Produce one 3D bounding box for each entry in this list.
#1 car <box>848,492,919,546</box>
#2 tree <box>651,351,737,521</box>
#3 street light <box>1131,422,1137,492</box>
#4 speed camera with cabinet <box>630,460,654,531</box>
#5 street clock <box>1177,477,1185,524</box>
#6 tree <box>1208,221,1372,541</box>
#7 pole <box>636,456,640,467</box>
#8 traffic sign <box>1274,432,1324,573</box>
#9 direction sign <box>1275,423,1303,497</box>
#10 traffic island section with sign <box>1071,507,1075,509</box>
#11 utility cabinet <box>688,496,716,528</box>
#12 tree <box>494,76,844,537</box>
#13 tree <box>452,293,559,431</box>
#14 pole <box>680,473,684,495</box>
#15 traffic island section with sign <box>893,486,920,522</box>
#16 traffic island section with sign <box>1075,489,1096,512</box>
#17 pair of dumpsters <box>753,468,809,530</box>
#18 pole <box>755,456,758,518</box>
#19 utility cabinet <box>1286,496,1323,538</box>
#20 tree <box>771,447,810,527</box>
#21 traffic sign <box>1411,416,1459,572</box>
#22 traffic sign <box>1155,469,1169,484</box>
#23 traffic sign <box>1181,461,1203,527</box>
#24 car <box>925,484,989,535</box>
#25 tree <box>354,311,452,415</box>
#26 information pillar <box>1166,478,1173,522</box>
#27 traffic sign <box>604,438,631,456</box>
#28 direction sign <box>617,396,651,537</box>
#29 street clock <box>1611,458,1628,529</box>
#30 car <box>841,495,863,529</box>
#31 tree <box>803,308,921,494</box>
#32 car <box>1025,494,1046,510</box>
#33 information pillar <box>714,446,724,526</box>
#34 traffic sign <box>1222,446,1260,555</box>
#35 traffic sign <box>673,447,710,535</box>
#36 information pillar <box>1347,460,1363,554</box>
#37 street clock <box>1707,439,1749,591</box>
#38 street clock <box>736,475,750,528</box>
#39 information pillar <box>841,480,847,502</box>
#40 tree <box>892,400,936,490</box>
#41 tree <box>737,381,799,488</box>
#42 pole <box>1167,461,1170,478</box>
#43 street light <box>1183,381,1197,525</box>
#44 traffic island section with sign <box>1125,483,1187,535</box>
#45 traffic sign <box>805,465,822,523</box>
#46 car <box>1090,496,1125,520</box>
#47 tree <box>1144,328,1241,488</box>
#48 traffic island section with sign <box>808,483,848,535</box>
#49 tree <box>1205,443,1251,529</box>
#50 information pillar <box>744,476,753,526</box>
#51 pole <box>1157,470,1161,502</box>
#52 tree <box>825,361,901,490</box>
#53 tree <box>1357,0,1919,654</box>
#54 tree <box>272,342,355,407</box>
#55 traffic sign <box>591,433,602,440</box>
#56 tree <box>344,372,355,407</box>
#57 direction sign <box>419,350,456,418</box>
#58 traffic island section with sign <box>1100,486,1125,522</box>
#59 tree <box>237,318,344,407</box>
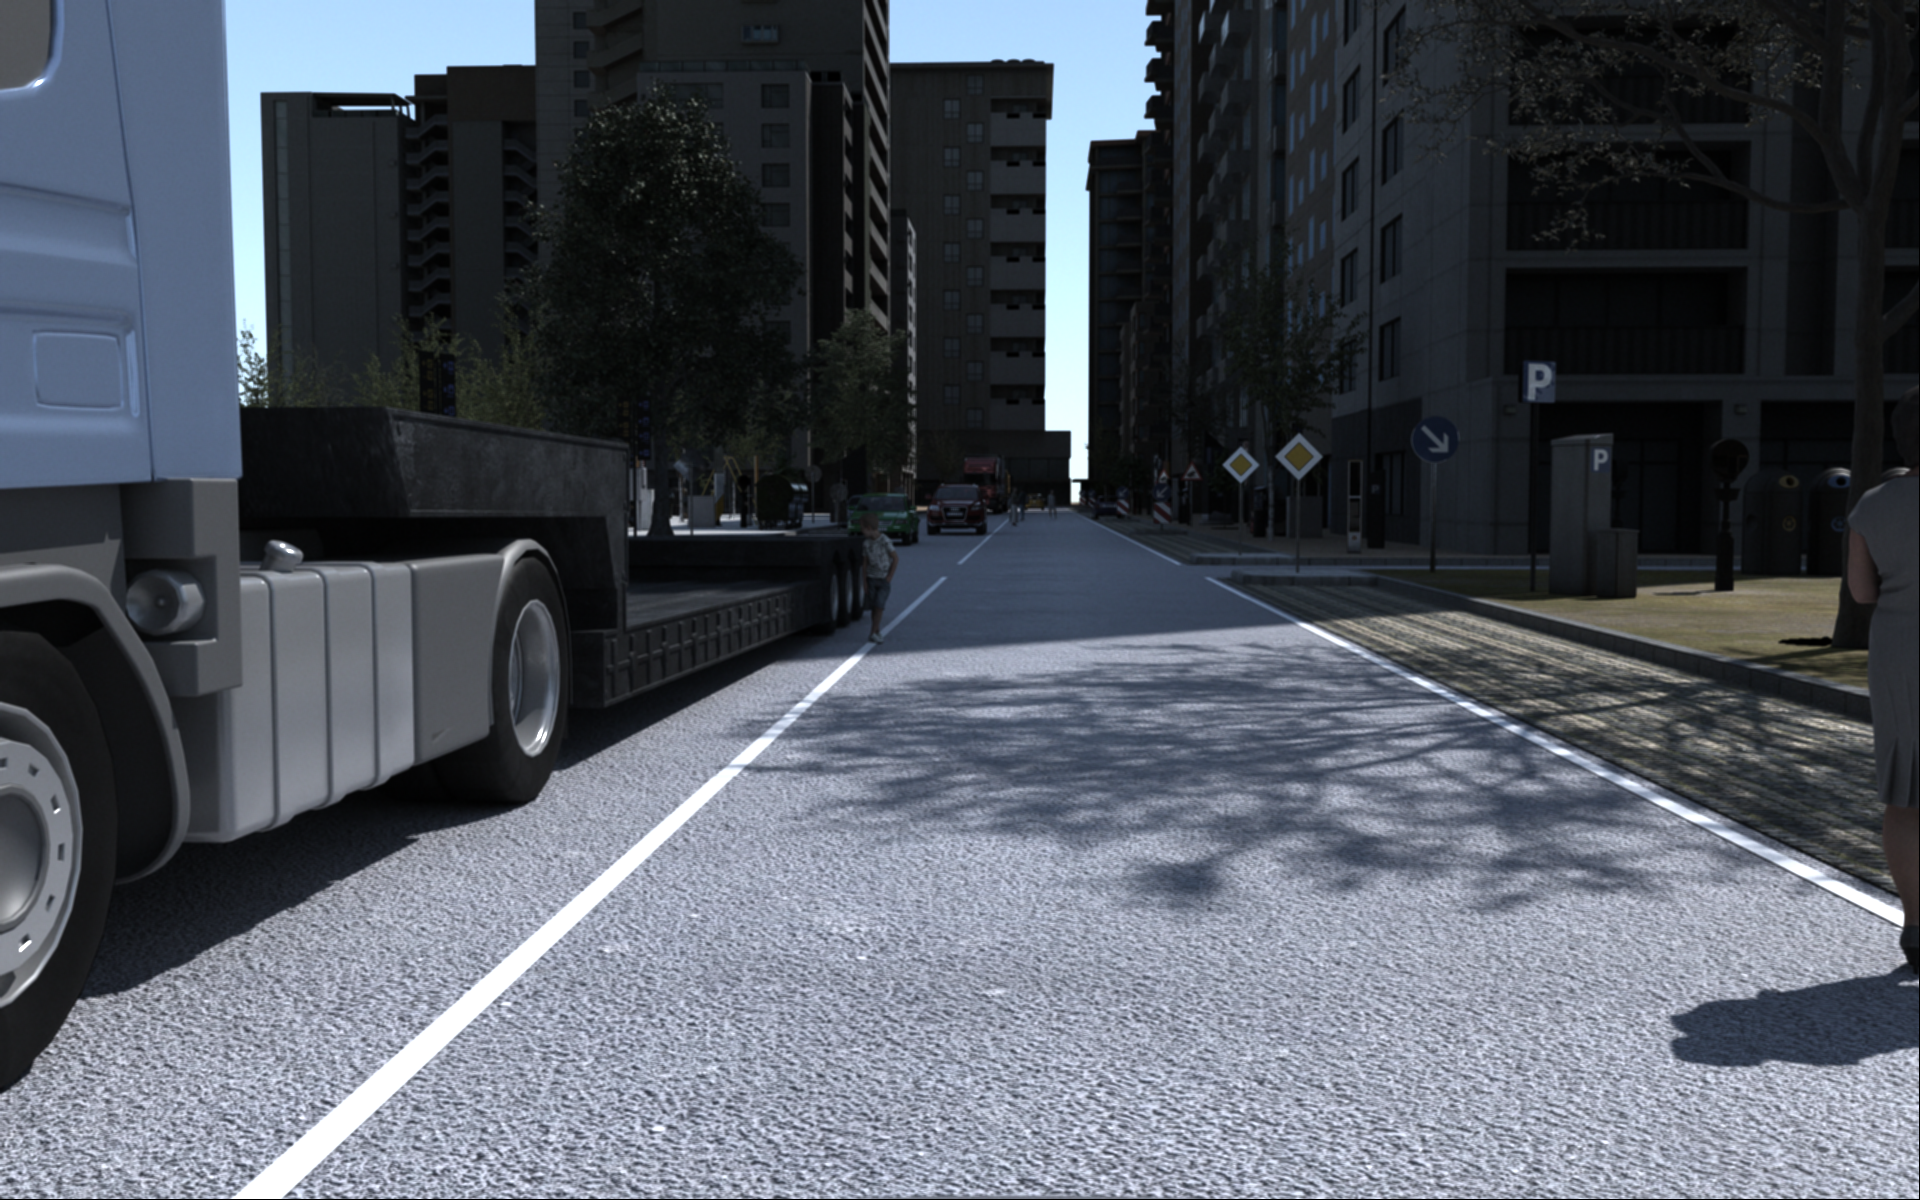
[{"bbox_3d":[-2.169,-2.494,49.575,1.959,1.807,4.718,0,4,2],"label":"car"},{"bbox_3d":[-13.491,-8.144,83.519,4.737,8.622,4.395,0,3,0],"label":"tree"},{"bbox_3d":[11.138,-8.430,110.615,0.468,5.910,1.993,0,4,3],"label":"street light"},{"bbox_3d":[-11.163,-4.075,60.957,0.660,3.252,2.038,1,4,9],"label":"speed camera with cabinet"},{"bbox_3d":[9.549,-4.298,74.834,0.358,2.002,0.471,0,4,3],"label":"street clock"},{"bbox_3d":[8.603,-5.895,46.746,4.737,8.622,4.395,0,3,0],"label":"tree"},{"bbox_3d":[-17.179,-6.025,92.351,0.158,3.312,0.155,0,3,0],"label":"pole"},{"bbox_3d":[5.499,-1.500,28.166,0.795,2.450,0.064,0,4,3],"label":"traffic sign"},{"bbox_3d":[10.430,-3.852,54.972,0.876,3.537,0.379,0,4,-7],"label":"direction sign"},{"bbox_3d":[11.582,-9.585,165.348,1.989,1.847,2.006,0,4,3],"label":"traffic island section with sign"},{"bbox_3d":[-9.836,-3.352,65.963,1.020,1.237,0.306,0,4,1],"label":"utility cabinet"},{"bbox_3d":[-8.340,-8.020,48.137,9.611,12.733,9.660,0,3,0],"label":"tree"},{"bbox_3d":[-15.551,-6.830,62.041,4.737,8.622,4.395,0,3,0],"label":"tree"},{"bbox_3d":[-15.822,-6.406,98.575,0.158,3.312,0.155,0,3,0],"label":"pole"},{"bbox_3d":[-3.065,-4.923,89.114,1.989,1.847,2.006,0,4,3],"label":"traffic island section with sign"},{"bbox_3d":[10.396,-7.931,138.293,1.989,1.847,2.006,0,4,3],"label":"traffic island section with sign"},{"bbox_3d":[-6.591,-3.740,63.641,1.574,2.255,4.437,0,4,2],"label":"pair of dumpsters"},{"bbox_3d":[-10.767,-5.983,91.671,0.158,3.312,0.155,0,3,0],"label":"pole"},{"bbox_3d":[10.060,-2.412,50.603,1.020,1.237,0.306,-1,4,-10],"label":"utility cabinet"},{"bbox_3d":[-6.947,-4.461,67.546,1.663,3.219,1.824,0,3,0],"label":"tree"},{"bbox_3d":[7.754,-1.727,28.341,0.768,2.556,0.104,0,4,5],"label":"traffic sign"},{"bbox_3d":[10.380,-5.398,88.257,0.884,2.594,0.081,0,4,6],"label":"traffic sign"},{"bbox_3d":[9.019,-4.123,67.411,0.884,2.594,0.081,0,4,8],"label":"traffic sign"},{"bbox_3d":[-0.075,-3.286,62.401,2.281,1.827,5.304,0,4,2],"label":"car"},{"bbox_3d":[-21.467,-7.255,68.988,4.737,8.622,4.395,0,3,0],"label":"tree"},{"bbox_3d":[9.747,-4.659,80.672,0.304,2.012,0.304,0,4,0],"label":"information pillar"},{"bbox_3d":[-7.818,-2.385,39.109,0.768,2.556,0.104,0,4,3],"label":"traffic sign"},{"bbox_3d":[-7.553,-2.948,40.196,0.876,3.537,0.379,1,4,22],"label":"direction sign"},{"bbox_3d":[13.381,-1.875,35.234,0.358,2.002,0.471,0,4,0],"label":"street clock"},{"bbox_3d":[-3.985,-3.756,73.410,2.014,1.417,4.499,0,4,3],"label":"car"},{"bbox_3d":[-6.058,-11.511,106.334,7.486,12.596,7.792,0,3,0],"label":"tree"},{"bbox_3d":[6.613,-8.783,153.820,2.015,1.641,3.980,0,4,2],"label":"car"},{"bbox_3d":[-9.664,-4.773,69.386,0.183,3.616,0.504,2,4,35],"label":"information pillar"},{"bbox_3d":[5.851,-1.988,36.144,0.795,2.450,0.064,0,4,3],"label":"traffic sign"},{"bbox_3d":[-5.681,-2.020,36.671,0.795,2.450,0.064,0,4,3],"label":"traffic sign"},{"bbox_3d":[8.530,-2.015,37.436,0.304,2.012,0.304,1,4,11],"label":"information pillar"},{"bbox_3d":[10.165,-1.126,22.979,0.471,2.002,0.358,0,4,8],"label":"street clock"},{"bbox_3d":[-8.267,-3.764,66.112,0.471,2.002,0.358,-2,4,-33],"label":"street clock"},{"bbox_3d":[-5.945,-5.150,88.702,0.304,2.012,0.304,0,4,-4],"label":"information pillar"},{"bbox_3d":[-4.405,-11.178,133.128,4.360,8.622,3.978,0,3,0],"label":"tree"},{"bbox_3d":[-10.871,-9.037,98.121,4.737,8.622,4.395,0,3,0],"label":"tree"},{"bbox_3d":[13.001,-6.994,108.191,0.158,3.312,0.155,0,3,0],"label":"pole"},{"bbox_3d":[9.353,-5.988,70.685,0.468,5.910,1.993,0,4,3],"label":"street light"},{"bbox_3d":[6.999,-3.228,61.403,1.989,1.847,2.006,0,4,3],"label":"traffic island section with sign"},{"bbox_3d":[-6.452,-4.645,76.055,0.768,2.556,0.104,0,4,7],"label":"traffic sign"},{"bbox_3d":[8.385,-5.236,98.194,1.945,1.354,3.894,0,4,2],"label":"car"},{"bbox_3d":[10.461,-7.796,77.830,4.360,8.622,3.978,0,3,0],"label":"tree"},{"bbox_3d":[-4.283,-3.234,61.510,1.989,1.847,2.006,0,4,3],"label":"traffic island section with sign"},{"bbox_3d":[9.610,-4.210,63.433,1.663,3.219,1.824,0,3,0],"label":"tree"},{"bbox_3d":[-8.555,-3.991,69.743,0.304,2.012,0.304,1,4,22],"label":"information pillar"},{"bbox_3d":[12.030,-6.778,104.668,0.158,3.312,0.155,0,3,0],"label":"pole"},{"bbox_3d":[-5.394,-8.937,96.480,4.737,8.622,4.395,0,3,0],"label":"tree"},{"bbox_3d":[7.660,-6.346,14.122,12.009,13.543,11.850,0,3,0],"label":"tree"},{"bbox_3d":[-30.846,-8.121,83.135,4.360,8.622,3.978,0,3,0],"label":"tree"},{"bbox_3d":[-6.033,-1.532,28.694,0.795,2.450,0.064,0,4,3],"label":"traffic sign"},{"bbox_3d":[-30.232,-8.602,90.998,4.737,8.622,4.395,0,3,0],"label":"tree"},{"bbox_3d":[-8.358,-2.189,27.791,0.379,3.537,0.876,1,4,20],"label":"direction sign"},{"bbox_3d":[8.218,-4.914,88.971,1.989,1.847,2.006,0,4,3],"label":"traffic island section with sign"},{"bbox_3d":[-29.437,-7.530,73.484,4.737,8.622,4.395,0,3,0],"label":"tree"}]
